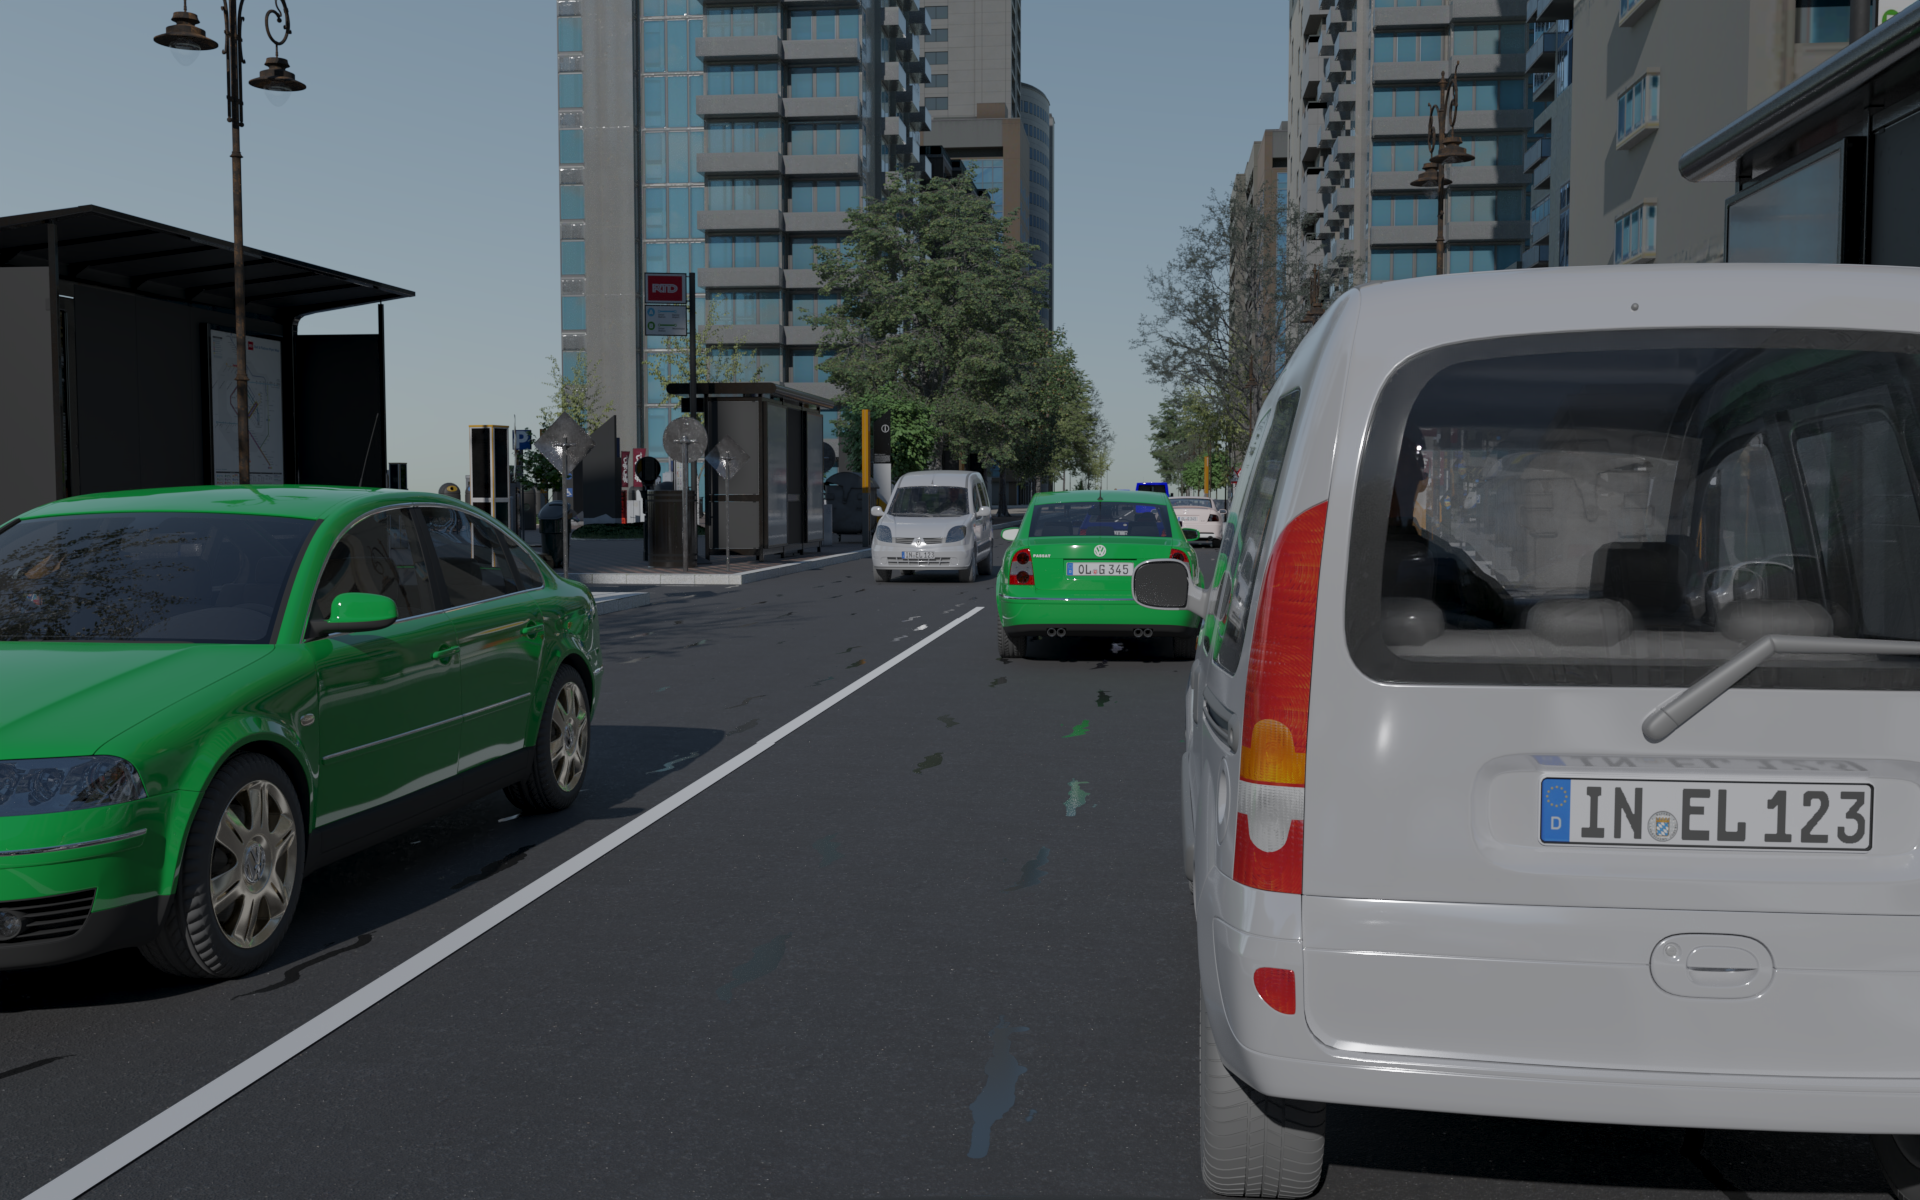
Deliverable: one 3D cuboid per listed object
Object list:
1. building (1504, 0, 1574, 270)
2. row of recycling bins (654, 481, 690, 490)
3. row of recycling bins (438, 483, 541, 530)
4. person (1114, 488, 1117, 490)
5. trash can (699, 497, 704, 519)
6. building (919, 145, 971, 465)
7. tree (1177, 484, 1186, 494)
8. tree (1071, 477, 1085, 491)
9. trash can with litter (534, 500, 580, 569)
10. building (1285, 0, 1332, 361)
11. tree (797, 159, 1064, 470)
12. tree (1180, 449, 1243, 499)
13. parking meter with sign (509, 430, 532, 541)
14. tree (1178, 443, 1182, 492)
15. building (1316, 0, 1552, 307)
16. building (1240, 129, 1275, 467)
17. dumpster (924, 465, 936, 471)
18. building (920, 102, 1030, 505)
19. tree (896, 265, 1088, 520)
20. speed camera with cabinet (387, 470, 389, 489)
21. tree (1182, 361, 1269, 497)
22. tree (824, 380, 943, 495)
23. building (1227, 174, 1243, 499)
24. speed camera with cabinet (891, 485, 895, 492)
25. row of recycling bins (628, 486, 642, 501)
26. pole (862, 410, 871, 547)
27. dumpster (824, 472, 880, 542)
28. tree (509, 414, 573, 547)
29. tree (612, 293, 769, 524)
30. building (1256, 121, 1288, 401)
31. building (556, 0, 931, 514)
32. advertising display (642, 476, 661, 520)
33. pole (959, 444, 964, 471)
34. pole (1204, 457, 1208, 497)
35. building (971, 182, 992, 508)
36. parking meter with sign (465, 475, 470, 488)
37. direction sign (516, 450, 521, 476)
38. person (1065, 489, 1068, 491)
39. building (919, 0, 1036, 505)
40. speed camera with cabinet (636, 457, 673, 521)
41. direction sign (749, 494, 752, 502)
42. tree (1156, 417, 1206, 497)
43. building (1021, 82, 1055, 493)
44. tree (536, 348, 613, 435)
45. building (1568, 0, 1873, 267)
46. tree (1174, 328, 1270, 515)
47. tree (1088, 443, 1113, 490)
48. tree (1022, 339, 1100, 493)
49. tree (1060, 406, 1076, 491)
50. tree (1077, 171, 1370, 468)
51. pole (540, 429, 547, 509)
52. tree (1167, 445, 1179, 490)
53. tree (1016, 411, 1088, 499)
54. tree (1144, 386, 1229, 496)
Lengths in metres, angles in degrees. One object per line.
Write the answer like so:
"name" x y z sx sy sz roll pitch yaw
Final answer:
"building" 35.559 -46.958 80.439 22.319 86.520 31.000 0 4 7
"row of recycling bins" -9.509 -3.055 57.057 1.069 1.692 3.534 0 4 -3
"row of recycling bins" -16.956 -3.365 62.123 3.534 1.692 1.069 0 4 1
"person" 10.397 -6.543 115.607 1.348 1.807 0.705 -1 4 -13
"trash can" -13.811 -4.854 91.018 0.748 1.137 0.748 0 3 0
"building" -7.088 -22.767 143.946 14.160 30.474 14.107 0 4 7
"tree" 31.291 -15.173 242.681 1.663 3.219 1.824 0 3 0
"tree" 13.361 -12.021 191.142 1.663 3.219 1.824 0 3 0
"trash can with litter" -6.999 -1.122 29.724 0.624 1.170 1.055 1 4 11
"building" 43.434 -34.493 153.203 28.713 52.752 27.495 0 4 7
"tree" -1.003 -9.715 65.497 9.857 13.997 8.962 0 3 0
"tree" 16.631 -7.884 112.612 4.285 4.588 4.351 0 3 0
"parking meter with sign" -12.070 -3.050 46.134 0.543 3.016 1.738 1 4 15
"tree" 23.569 -13.152 165.396 4.360 8.622 3.978 0 3 0
"building" 37.648 -30.886 124.599 23.786 49.044 30.456 0 4 7
"building" 48.264 -36.800 225.387 21.300 48.544 21.600 0 4 7
"dumpster" -1.317 -3.355 57.342 1.502 2.255 1.985 0 4 6
"building" 0.683 -33.802 202.774 14.600 45.320 14.200 0 4 7
"tree" 1.181 -10.289 85.225 9.611 12.733 9.660 0 3 0
"speed camera with cabinet" -20.709 -4.062 60.754 0.660 3.252 2.038 1 4 9
"tree" 14.465 -8.533 89.882 4.360 8.622 3.978 0 3 0
"tree" -2.124 -4.061 50.113 4.285 4.588 4.351 0 3 0
"building" 49.551 -38.139 247.270 21.300 48.544 21.600 0 4 7
"speed camera with cabinet" -2.287 -4.905 74.531 0.660 3.252 2.038 3 5 45
"row of recycling bins" -13.998 -4.257 76.712 1.069 1.692 3.534 0 4 2
"pole" -2.266 -2.940 41.906 0.158 3.312 0.155 0 3 0
"dumpster" -2.876 -2.445 45.735 1.264 1.857 1.865 0 4 6
"tree" -10.043 -2.912 42.207 1.663 3.219 1.824 0 3 0
"tree" -9.294 -6.866 62.628 4.737 8.622 4.395 0 3 0
"building" 42.952 -34.123 208.029 14.600 45.320 14.200 0 4 7
"building" -14.070 -30.655 120.814 23.786 49.044 30.456 0 4 7
"advertising display" -10.697 -3.361 60.166 0.123 1.923 0.974 2 4 25
"pole" 0.072 -4.697 70.637 0.158 3.312 0.155 0 3 0
"pole" 13.417 -6.147 94.343 0.158 3.312 0.155 0 3 0
"building" -4.745 -23.625 157.963 14.160 30.474 14.107 0 4 7
"parking meter with sign" -19.599 -4.515 70.075 1.738 3.016 0.543 1 4 18
"direction sign" -21.353 -5.623 83.933 0.379 3.537 0.876 0 4 6
"person" 6.674 -6.003 107.439 1.217 1.735 0.721 -2 4 -29
"building" -0.617 -47.843 220.491 20.563 71.187 20.611 0 4 7
"speed camera with cabinet" -12.407 -4.728 71.643 0.660 3.252 2.038 3 5 41
"direction sign" -5.036 -3.039 41.677 0.379 3.537 0.876 1 4 8
"tree" 29.107 -18.459 227.552 9.928 11.665 9.643 0 3 0
"building" 1.963 -43.012 245.245 21.231 58.520 28.212 0 4 7
"tree" -19.630 -8.414 87.929 4.737 8.622 4.395 0 3 0
"building" 27.235 -25.629 42.733 21.600 48.544 21.300 0 4 7
"tree" 11.522 -7.641 75.288 4.737 8.622 4.395 0 3 0
"tree" 14.612 -15.212 199.072 4.737 8.622 4.395 0 3 0
"tree" 5.299 -12.401 120.878 7.486 12.596 7.792 0 3 0
"tree" 9.517 -15.251 159.717 12.009 13.543 11.850 0 3 0
"tree" 11.450 -9.515 65.934 12.009 13.543 11.850 0 3 0
"pole" -13.004 -3.686 54.102 0.158 3.312 0.155 0 3 0
"tree" 24.644 -14.384 185.547 4.360 8.622 3.978 0 3 0
"tree" 4.710 -9.767 110.050 4.737 8.622 4.395 0 3 0
"tree" 26.771 -18.191 204.081 9.857 13.997 8.962 0 3 0
